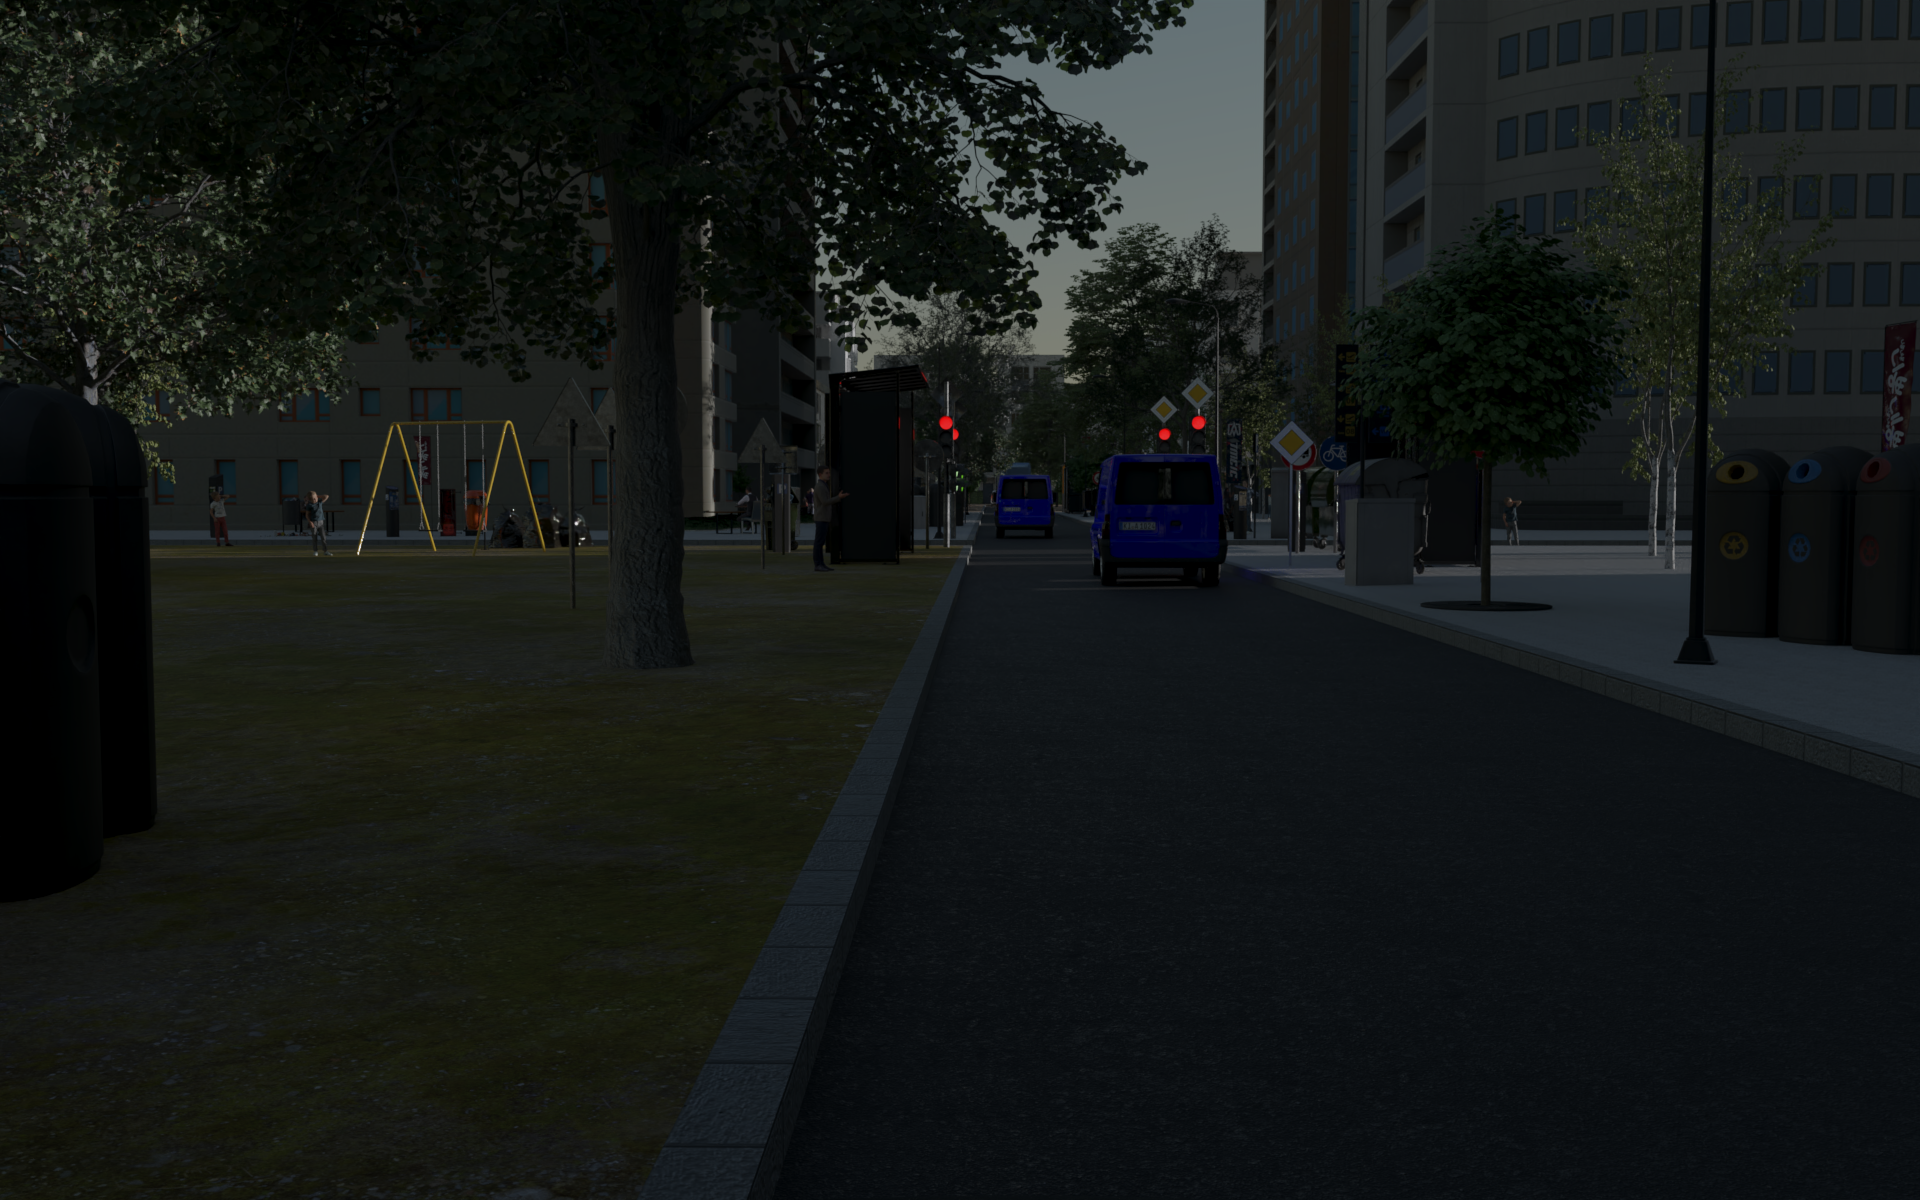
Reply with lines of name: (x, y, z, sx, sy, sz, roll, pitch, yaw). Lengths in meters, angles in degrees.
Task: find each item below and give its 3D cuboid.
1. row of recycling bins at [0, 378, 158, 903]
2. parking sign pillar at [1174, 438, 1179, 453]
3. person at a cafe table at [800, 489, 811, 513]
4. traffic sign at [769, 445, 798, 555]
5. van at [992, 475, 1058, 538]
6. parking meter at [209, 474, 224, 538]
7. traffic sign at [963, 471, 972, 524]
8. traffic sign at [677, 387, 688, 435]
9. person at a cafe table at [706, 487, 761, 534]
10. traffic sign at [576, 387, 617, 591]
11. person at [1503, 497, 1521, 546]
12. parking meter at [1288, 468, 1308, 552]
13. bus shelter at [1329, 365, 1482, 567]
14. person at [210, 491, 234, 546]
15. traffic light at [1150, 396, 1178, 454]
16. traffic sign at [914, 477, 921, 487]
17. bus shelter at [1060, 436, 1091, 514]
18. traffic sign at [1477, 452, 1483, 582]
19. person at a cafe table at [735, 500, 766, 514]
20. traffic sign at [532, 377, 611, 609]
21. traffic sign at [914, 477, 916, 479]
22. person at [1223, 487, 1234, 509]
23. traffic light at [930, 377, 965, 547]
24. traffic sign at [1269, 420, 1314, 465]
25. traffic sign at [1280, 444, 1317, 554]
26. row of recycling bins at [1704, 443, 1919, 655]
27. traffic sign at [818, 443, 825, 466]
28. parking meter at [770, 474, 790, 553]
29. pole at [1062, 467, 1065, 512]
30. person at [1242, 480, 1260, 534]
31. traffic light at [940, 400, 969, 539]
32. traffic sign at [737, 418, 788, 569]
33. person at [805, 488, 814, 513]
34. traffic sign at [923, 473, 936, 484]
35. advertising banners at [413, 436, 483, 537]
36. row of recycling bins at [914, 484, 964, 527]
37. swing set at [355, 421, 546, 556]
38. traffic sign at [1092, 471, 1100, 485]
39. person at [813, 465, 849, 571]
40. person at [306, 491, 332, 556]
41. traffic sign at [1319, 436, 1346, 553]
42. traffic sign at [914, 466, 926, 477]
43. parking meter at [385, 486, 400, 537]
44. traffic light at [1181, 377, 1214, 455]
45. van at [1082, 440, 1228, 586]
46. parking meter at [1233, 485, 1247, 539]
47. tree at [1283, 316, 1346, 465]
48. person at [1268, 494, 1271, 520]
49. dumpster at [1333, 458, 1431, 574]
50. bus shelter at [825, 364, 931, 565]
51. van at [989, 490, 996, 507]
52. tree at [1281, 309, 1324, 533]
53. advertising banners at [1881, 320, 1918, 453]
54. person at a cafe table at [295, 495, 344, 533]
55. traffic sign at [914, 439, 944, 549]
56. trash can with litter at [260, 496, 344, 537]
row of recycling bins: (-3.326, 0.115, 5.236, 1.069, 1.692, 3.534, 0, 4, -7)
parking sign pillar: (9.684, -5.575, 79.616, 1.447, 3.967, 1.447, 1, 4, 23)
person at a cafe table: (-7.507, -4.620, 84.056, 1.698, 1.524, 1.622, 2, 4, 26)
traffic sign: (-3.713, -2.095, 36.375, 0.606, 2.300, 0.079, 0, 4, 4)
van: (2.151, -3.254, 57.594, 2.240, 2.365, 5.245, 0, 4, 2)
parking meter: (-21.769, -2.753, 50.717, 0.255, 1.863, 0.399, 1, 4, 13)
traffic sign: (0.230, -4.479, 75.359, 0.606, 2.300, 0.079, 0, 4, 4)
traffic sign: (-3.346, -1.148, 18.874, 0.768, 2.556, 0.104, 0, 4, 2)
person at a cafe table: (-7.011, -2.898, 55.896, 1.622, 1.524, 1.698, 3, 5, 42)
traffic sign: (-4.267, -1.292, 21.134, 0.884, 2.594, 0.081, 1, 4, 10)
person: (14.247, -1.972, 44.646, 0.435, 1.345, 0.340, 0, 4, -1)
parking meter: (7.508, -2.005, 38.497, 0.399, 1.863, 0.255, 0, 4, -1)
bus shelter: (8.557, -2.576, 33.407, 1.731, 3.624, 6.357, 0, 4, 1)
person: (-18.104, -1.988, 42.457, 0.340, 1.345, 0.435, 2, 4, 35)
traffic light: (5.807, -3.712, 49.608, 0.839, 4.253, 0.868, 0, 4, 1)
traffic sign: (-2.658, -6.270, 104.640, 0.606, 2.300, 0.079, 0, 4, 7)
bus shelter: (7.924, -8.518, 116.896, 2.179, 5.291, 8.768, 0, 4, 1)
traffic sign: (7.597, -1.526, 25.063, 0.768, 2.556, 0.104, 0, 4, 4)
person at a cafe table: (-9.351, -4.240, 80.186, 1.726, 1.238, 1.698, 1, 4, 8)
traffic sign: (-4.337, -1.182, 19.332, 0.884, 2.594, 0.081, 0, 4, 4)
traffic sign: (-2.066, -4.532, 73.834, 0.795, 2.593, 0.064, 0, 4, 4)
person: (14.448, -5.240, 93.188, 0.593, 1.643, 0.415, -1, 4, -14)
traffic light: (-0.309, -3.229, 41.710, 0.839, 4.253, 0.868, 0, 4, 1)
traffic sign: (5.926, -1.906, 30.889, 0.795, 2.593, 0.064, 0, 4, 5)
traffic sign: (7.285, -2.277, 37.333, 0.768, 2.556, 0.104, 1, 4, 10)
row of recycling bins: (7.617, -0.454, 14.530, 1.069, 1.692, 3.534, -1, 4, -16)
traffic sign: (-2.994, -2.503, 41.035, 0.768, 2.556, 0.104, 0, 4, 5)
parking meter: (-3.947, -1.978, 38.059, 0.399, 1.863, 0.255, -1, 4, -18)
pole: (7.358, -7.914, 123.245, 0.158, 3.312, 0.155, 0, 3, 0)
person: (9.149, -2.978, 55.449, 0.841, 1.734, 0.376, 3, 5, 44)
traffic light: (-0.173, -3.717, 49.694, 0.839, 4.253, 0.868, 0, 4, 1)
traffic sign: (-3.368, -1.806, 29.537, 0.884, 2.594, 0.081, 0, 4, 5)
person: (-6.991, -4.415, 80.433, 0.569, 1.553, 0.471, 3, 4, 38)
traffic sign: (-1.824, -6.319, 103.417, 0.768, 2.556, 0.104, 0, 4, 1)
advertising banners: (-15.489, -3.440, 52.435, 2.074, 3.025, 0.090, -2, 4, -34)
row of recycling bins: (-1.629, -3.812, 69.442, 3.534, 1.692, 1.069, -1, 4, -9)
swing set: (-11.066, -2.431, 37.363, 3.119, 2.851, 2.862, 1, 4, 17)
traffic sign: (7.808, -5.932, 97.093, 0.768, 2.556, 0.104, 1, 4, 10)
person: (-2.128, -1.357, 28.765, 0.750, 1.759, 0.617, 1, 4, 13)
person: (-13.348, -1.597, 36.058, 0.435, 1.345, 0.340, -3, 5, -43)
traffic sign: (8.170, -2.295, 37.632, 0.768, 2.556, 0.104, 0, 4, 3)
traffic sign: (-1.482, -3.342, 54.653, 0.884, 2.594, 0.081, 1, 4, 9)
parking meter: (-16.919, -2.644, 51.633, 0.372, 1.533, 0.369, 0, 3, 0)
traffic light: (5.671, -3.223, 41.624, 0.839, 4.253, 0.868, 0, 4, 1)
van: (3.203, -1.494, 28.804, 2.240, 2.365, 5.245, 0, 4, 2)
parking meter: (7.946, -2.488, 49.090, 0.372, 1.533, 0.369, 0, 3, 0)
tree: (14.990, -7.380, 71.033, 4.360, 8.622, 3.978, 0, 3, 0)
person: (15.513, -4.676, 86.409, 0.435, 1.345, 0.340, 3, 4, 36)
dumpster: (6.917, -1.385, 28.397, 1.264, 1.857, 1.865, 0, 4, 1)
bus shelter: (-1.550, -2.643, 34.492, 1.731, 3.624, 6.357, 0, 4, 1)
van: (4.277, -11.467, 194.489, 2.013, 2.044, 4.112, 0, 4, 1)
tree: (14.454, -6.875, 62.765, 4.737, 8.622, 4.395, 0, 3, 0)
advertising banners: (9.531, -1.366, 18.518, 0.090, 3.025, 2.074, 0, 4, -4)
person at a cafe table: (-21.897, -2.911, 58.464, 1.698, 1.238, 1.726, -2, 4, -35)
traffic sign: (-0.762, -2.466, 40.429, 0.768, 2.556, 0.104, 0, 4, 4)
trash can with litter: (-19.990, -2.549, 52.730, 2.233, 1.210, 1.678, 0, 4, -3)
